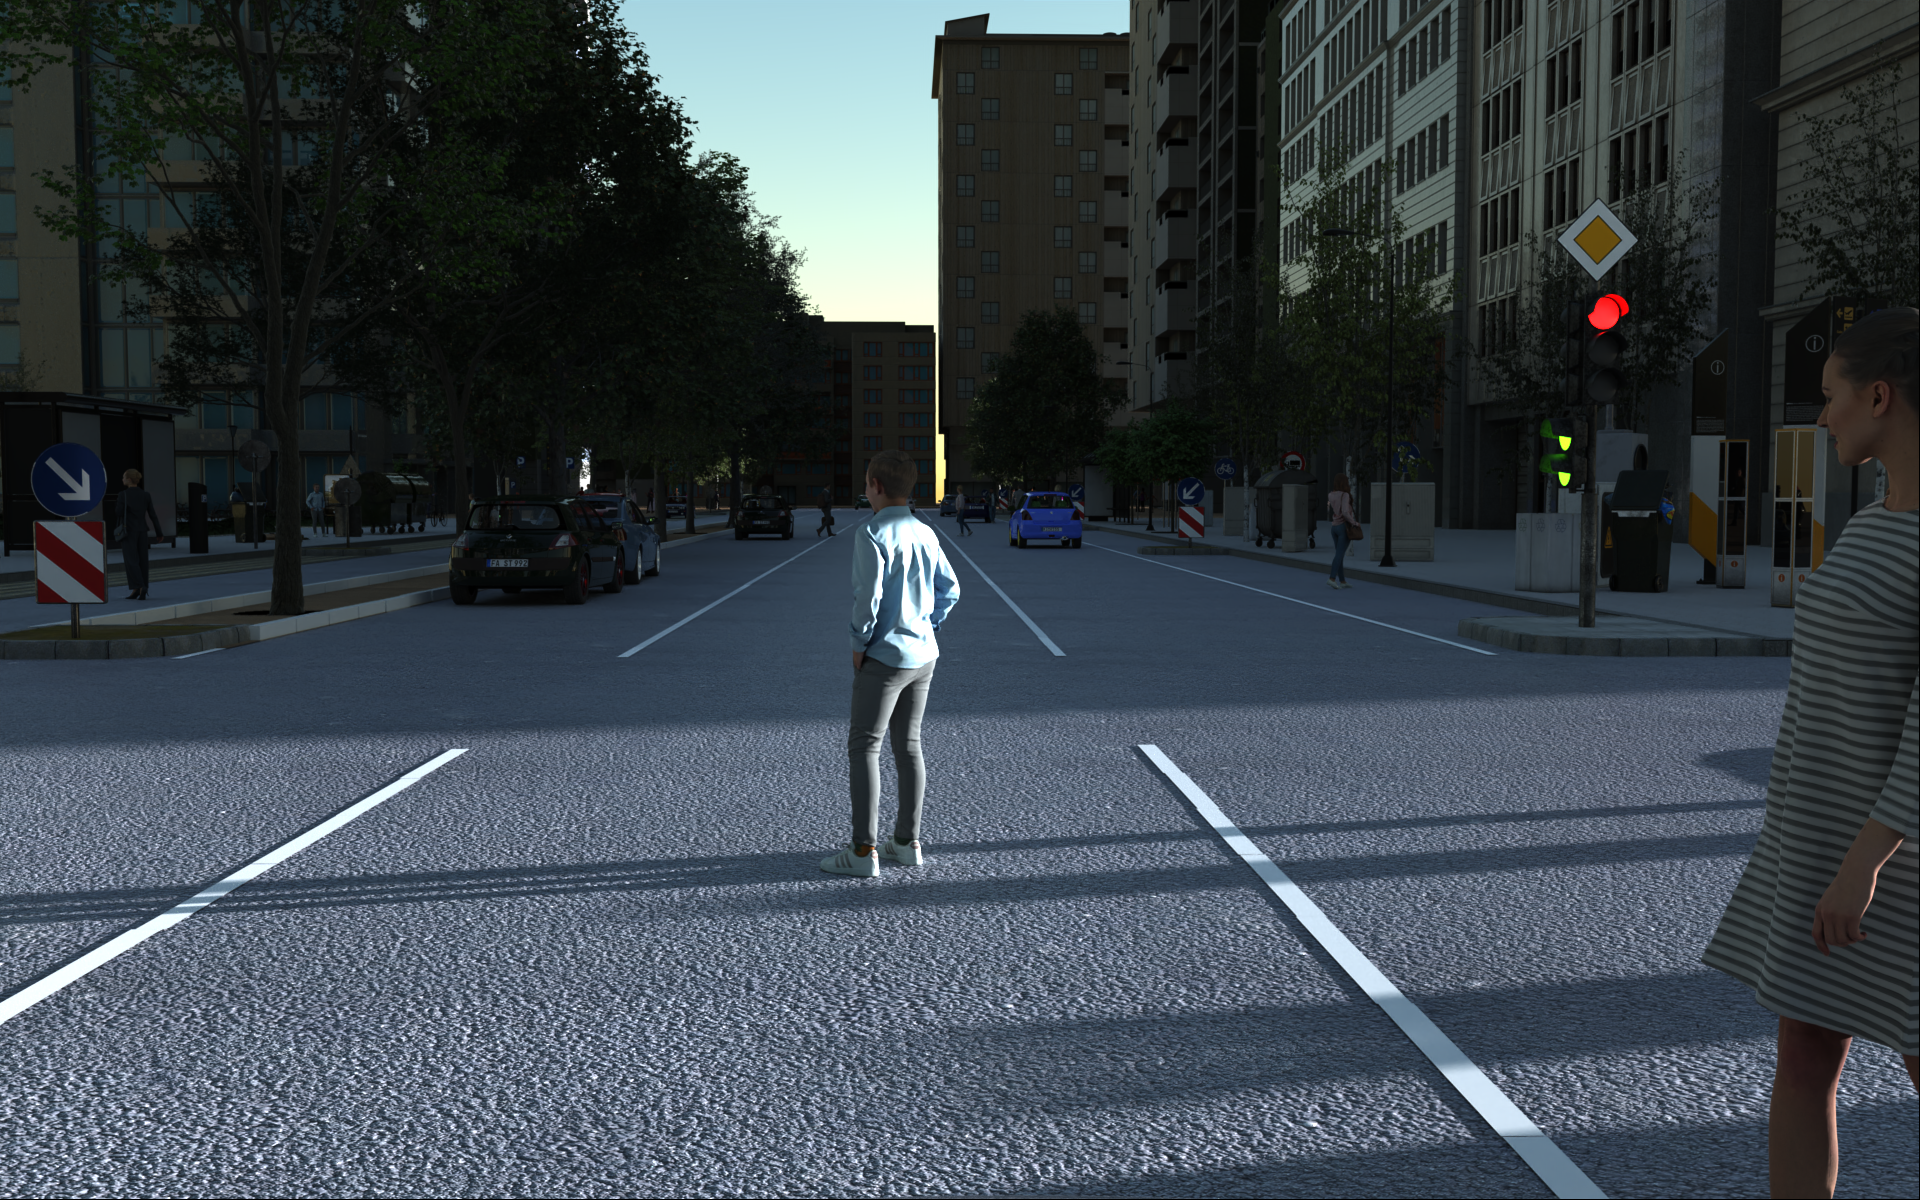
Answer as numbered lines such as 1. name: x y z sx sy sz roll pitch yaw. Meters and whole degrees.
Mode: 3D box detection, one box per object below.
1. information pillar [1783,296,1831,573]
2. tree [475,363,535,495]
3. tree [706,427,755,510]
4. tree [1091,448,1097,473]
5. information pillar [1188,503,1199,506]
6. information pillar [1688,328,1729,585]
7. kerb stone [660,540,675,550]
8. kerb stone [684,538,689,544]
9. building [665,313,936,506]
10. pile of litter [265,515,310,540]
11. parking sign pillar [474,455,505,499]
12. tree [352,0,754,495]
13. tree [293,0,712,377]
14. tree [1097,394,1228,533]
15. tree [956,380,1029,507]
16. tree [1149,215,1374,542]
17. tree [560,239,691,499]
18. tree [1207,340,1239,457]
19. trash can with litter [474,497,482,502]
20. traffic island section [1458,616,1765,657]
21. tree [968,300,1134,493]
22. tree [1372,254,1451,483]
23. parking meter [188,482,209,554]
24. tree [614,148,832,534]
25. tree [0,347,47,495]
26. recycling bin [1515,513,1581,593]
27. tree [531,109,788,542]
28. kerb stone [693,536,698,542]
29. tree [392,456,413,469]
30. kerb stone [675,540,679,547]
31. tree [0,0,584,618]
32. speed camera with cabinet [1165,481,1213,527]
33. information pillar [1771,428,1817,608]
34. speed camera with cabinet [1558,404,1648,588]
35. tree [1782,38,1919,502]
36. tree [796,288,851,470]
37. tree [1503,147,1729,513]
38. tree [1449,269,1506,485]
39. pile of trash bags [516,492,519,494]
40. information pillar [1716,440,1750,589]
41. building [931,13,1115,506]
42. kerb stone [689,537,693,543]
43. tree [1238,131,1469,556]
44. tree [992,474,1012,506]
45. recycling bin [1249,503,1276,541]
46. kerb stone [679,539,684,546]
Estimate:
1. information pillar: 10.112 -1.795 20.704 0.504 3.616 0.183 3 5 40
2. tree: -18.905 -7.357 70.657 4.360 8.622 3.978 0 3 0
3. tree: -10.075 -7.760 79.701 4.360 8.622 3.978 0 3 0
4. tree: 7.216 -5.449 72.798 4.285 4.588 4.351 0 3 0
5. information pillar: 9.075 -3.839 67.261 0.304 2.012 0.304 -2 4 -31
6. information pillar: 10.614 -2.030 24.548 0.504 3.616 0.183 0 4 -6
7. kerb stone: -7.786 -1.459 46.051 0.120 0.150 1.000 0 4 -2
8. kerb stone: -7.893 -1.643 49.116 0.120 0.150 1.000 0 4 -2
9. building: -17.459 -21.635 198.766 28.899 21.520 27.650 0 4 -2
10. pile of litter: -18.942 -2.116 48.567 1.176 0.858 1.719 -3 5 -40
11. parking sign pillar: -21.188 -5.477 78.013 1.447 3.967 1.447 0 4 2
12. tree: -8.780 -7.225 37.593 9.611 12.733 9.660 0 3 0
13. tree: -8.256 -5.634 28.980 8.767 10.594 7.601 0 4 -2
14. tree: 7.098 -4.481 56.974 4.285 4.588 4.351 0 3 0
15. tree: 3.385 -15.328 168.739 7.486 12.596 7.792 0 3 0
16. tree: 7.805 -5.841 45.865 4.360 8.622 3.978 0 3 0
17. tree: -8.647 -5.644 45.104 4.737 8.622 4.395 0 3 0
18. tree: 12.635 -7.471 72.507 4.737 8.622 4.395 0 3 0
19. trash can with litter: -20.827 -3.937 75.757 0.624 1.170 1.055 3 4 36
20. traffic island section: 6.070 0.340 16.715 2.009 0.180 2.903 0 4 -2
21. tree: 5.503 -11.365 102.818 9.611 12.733 9.660 0 3 0
22. tree: 13.568 -6.290 53.202 4.360 8.622 3.978 0 3 0
23. parking meter: -16.472 -1.776 37.454 0.372 1.533 0.369 0 3 0
24. tree: -9.606 -9.085 61.367 12.009 13.543 11.850 0 3 0
25. tree: -47.789 -8.383 87.426 4.360 8.622 3.978 0 3 0
26. recycling bin: 7.831 -0.629 22.834 0.722 1.027 0.722 -1 4 -19
27. tree: -9.045 -8.012 51.579 7.486 12.596 7.792 0 3 0
28. kerb stone: -7.945 -1.772 51.165 0.120 0.150 1.000 0 4 -2
29. tree: -26.971 -5.432 83.422 1.663 3.219 1.824 0 3 0
30. kerb stone: -7.819 -1.519 47.073 0.120 0.150 1.000 0 4 -2
31. tree: -7.852 -5.616 20.037 9.928 11.665 9.643 0 3 0
32. speed camera with cabinet: 8.990 -4.523 68.282 2.038 3.252 0.660 -2 4 -26
33. information pillar: 9.403 -0.921 19.545 0.304 2.012 0.304 -1 4 -20
34. speed camera with cabinet: 9.096 -1.841 24.434 0.660 3.252 2.038 3 5 39
35. tree: 15.659 -4.798 28.813 4.360 8.622 3.978 0 3 0
36. tree: -9.437 -9.361 72.521 9.611 12.733 9.660 0 3 0
37. tree: 14.585 -5.329 37.493 4.360 8.622 3.978 0 3 0
38. tree: 15.899 -5.901 46.847 4.360 8.622 3.978 0 3 0
39. pile of trash bags: -20.600 -4.626 85.387 3.447 1.369 1.912 -2 4 -35
40. information pillar: 10.483 -1.163 23.509 0.304 2.012 0.304 0 4 7
41. building: 10.687 -37.346 199.842 27.495 52.752 28.713 0 4 -2
42. kerb stone: -7.916 -1.709 50.143 0.120 0.150 1.000 0 4 -2
43. tree: 8.049 -5.195 35.296 4.737 8.622 4.395 0 3 0
44. tree: 4.291 -12.245 150.575 4.360 8.622 3.978 0 3 0
45. recycling bin: 8.347 -2.171 48.051 0.722 1.027 0.722 0 4 -5
46. kerb stone: -7.856 -1.584 48.095 0.120 0.150 1.000 0 4 -2
